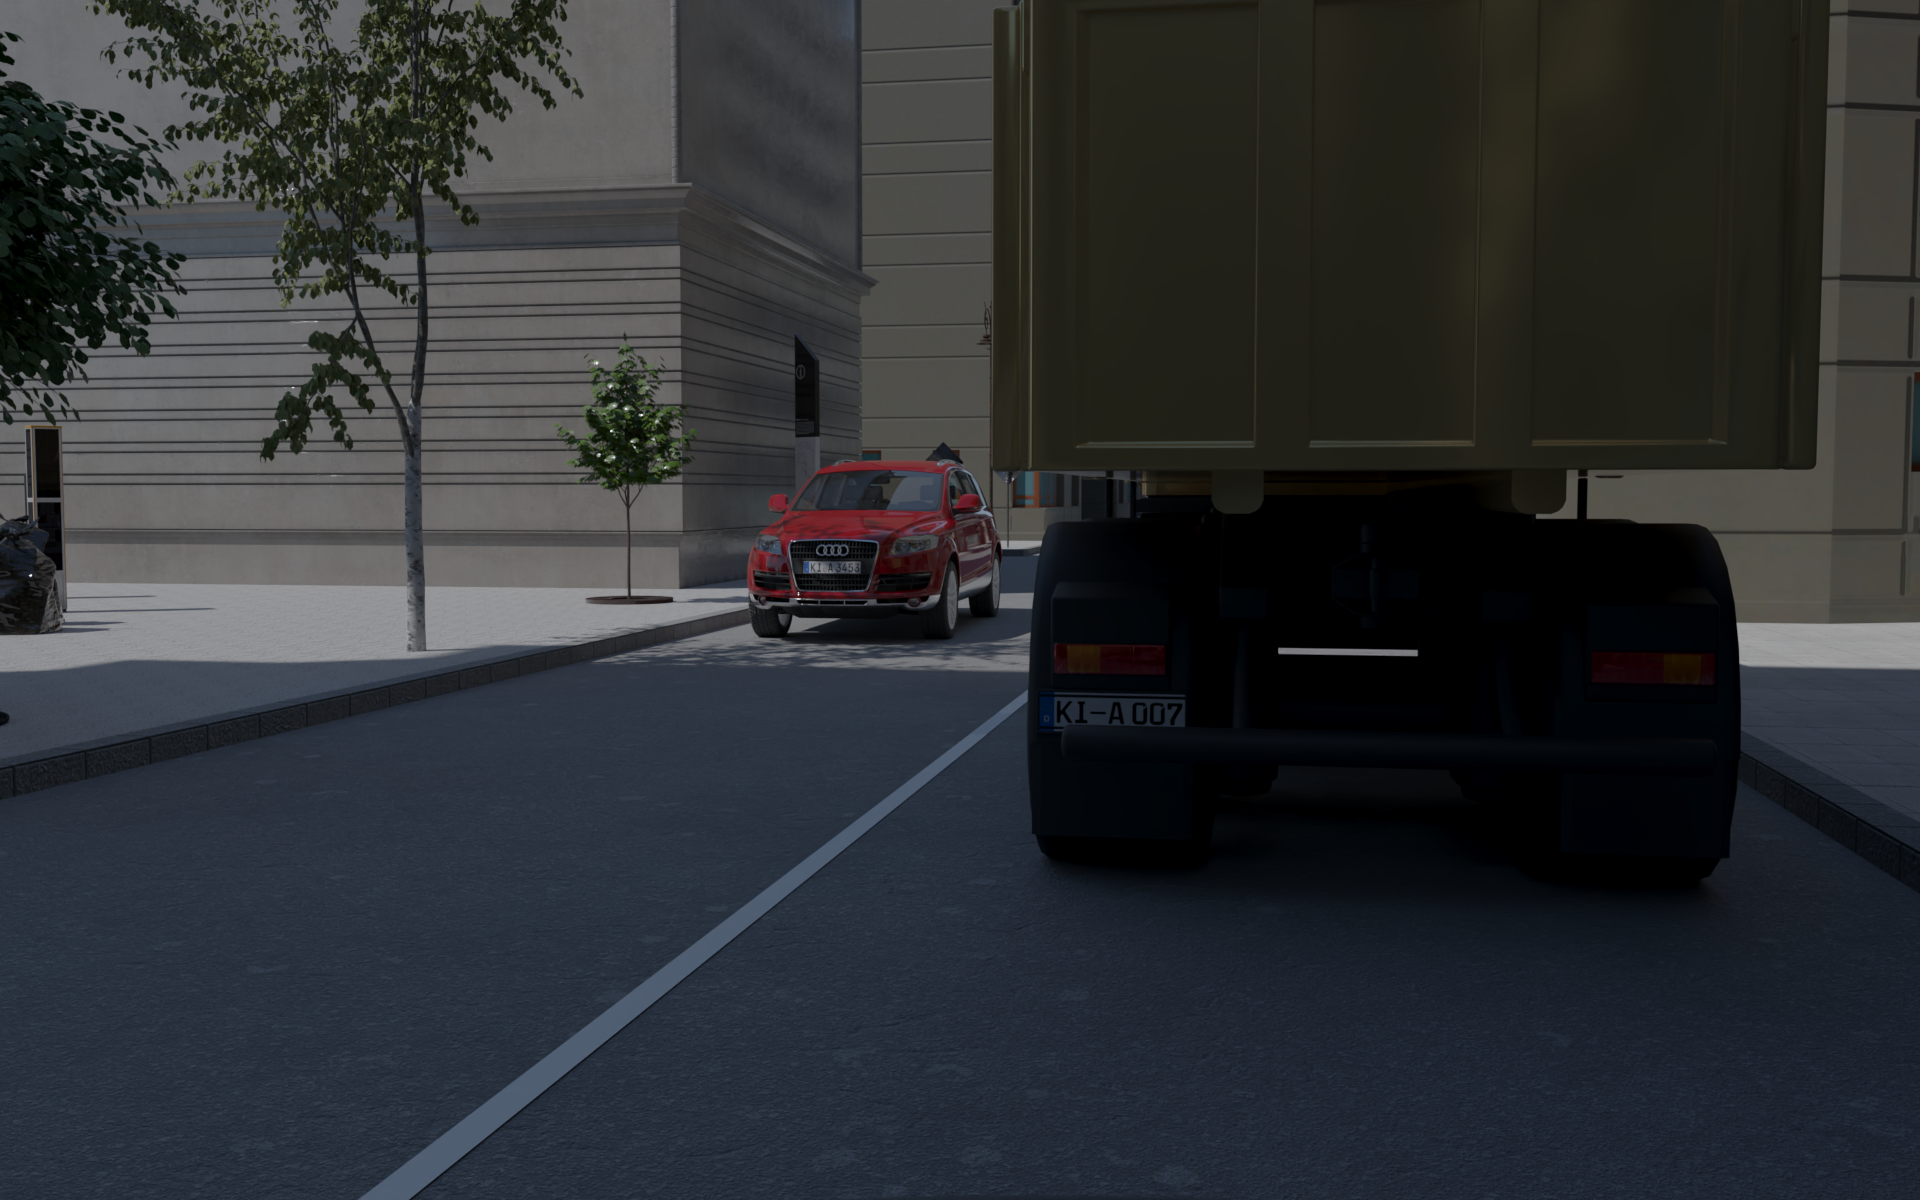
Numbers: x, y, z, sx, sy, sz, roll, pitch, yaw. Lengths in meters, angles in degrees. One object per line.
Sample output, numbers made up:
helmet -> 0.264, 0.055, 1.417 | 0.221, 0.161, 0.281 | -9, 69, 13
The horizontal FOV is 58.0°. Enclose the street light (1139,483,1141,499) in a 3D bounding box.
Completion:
street light -> 8.696, -6.775, 83.556 | 0.468, 5.910, 1.993 | 1, 4, 11

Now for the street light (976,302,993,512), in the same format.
street light -> 0.749, -4.207, 41.575 | 0.468, 5.910, 1.993 | 1, 4, 11

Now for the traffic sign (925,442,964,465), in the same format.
traffic sign -> -0.326, -1.823, 33.450 | 0.795, 2.450, 0.064 | 1, 4, 11

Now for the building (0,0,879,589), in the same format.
building -> -12.432, -11.812, 29.285 | 21.152, 22.565, 11.583 | 1, 4, 11

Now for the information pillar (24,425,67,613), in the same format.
information pillar -> -9.869, -0.869, 18.703 | 0.304, 2.012, 0.304 | -3, 5, -40

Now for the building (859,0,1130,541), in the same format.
building -> -8.590, -13.353, 63.368 | 27.650, 21.520, 28.899 | 1, 4, 11

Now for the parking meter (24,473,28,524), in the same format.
parking meter -> -11.244, -0.785, 21.241 | 0.372, 1.533, 0.369 | 0, 3, 0

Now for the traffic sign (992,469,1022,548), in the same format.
traffic sign -> 1.149, -2.303, 41.298 | 0.795, 2.450, 0.064 | 1, 4, 11

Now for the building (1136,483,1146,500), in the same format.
building -> 0.171, -33.989, 97.722 | 21.231, 58.520, 28.212 | 1, 4, 11

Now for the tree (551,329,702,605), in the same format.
tree -> -4.023, -1.576, 20.370 | 1.663, 3.219, 1.824 | 0, 3, 0

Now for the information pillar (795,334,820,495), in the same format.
information pillar -> -2.233, -2.074, 25.259 | 0.183, 3.616, 0.504 | -3, 5, -43

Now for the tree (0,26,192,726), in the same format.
tree -> -6.091, -1.566, 9.313 | 4.285, 4.588, 4.351 | 0, 3, 0

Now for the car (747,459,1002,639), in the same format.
car -> -0.794, -0.625, 18.899 | 2.281, 1.827, 5.304 | 1, 4, 9

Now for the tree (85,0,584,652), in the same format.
tree -> -4.685, -3.886, 13.900 | 4.737, 8.622, 4.395 | 0, 3, 0

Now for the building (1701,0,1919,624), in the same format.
building -> 18.427, -10.029, 9.020 | 27.650, 21.520, 28.899 | 1, 4, 11

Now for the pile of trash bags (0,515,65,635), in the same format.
pile of trash bags -> -10.176, -0.392, 16.160 | 3.447, 1.369, 1.912 | -1, 4, -13

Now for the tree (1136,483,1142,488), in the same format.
tree -> 8.123, -7.926, 79.954 | 4.737, 8.622, 4.395 | 0, 3, 0

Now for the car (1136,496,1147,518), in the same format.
car -> 7.545, -3.243, 65.033 | 2.014, 1.417, 4.499 | 1, 4, 9

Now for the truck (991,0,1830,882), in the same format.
truck -> 2.181, -0.871, 10.158 | 3.469, 3.379, 9.791 | 1, 4, 10
